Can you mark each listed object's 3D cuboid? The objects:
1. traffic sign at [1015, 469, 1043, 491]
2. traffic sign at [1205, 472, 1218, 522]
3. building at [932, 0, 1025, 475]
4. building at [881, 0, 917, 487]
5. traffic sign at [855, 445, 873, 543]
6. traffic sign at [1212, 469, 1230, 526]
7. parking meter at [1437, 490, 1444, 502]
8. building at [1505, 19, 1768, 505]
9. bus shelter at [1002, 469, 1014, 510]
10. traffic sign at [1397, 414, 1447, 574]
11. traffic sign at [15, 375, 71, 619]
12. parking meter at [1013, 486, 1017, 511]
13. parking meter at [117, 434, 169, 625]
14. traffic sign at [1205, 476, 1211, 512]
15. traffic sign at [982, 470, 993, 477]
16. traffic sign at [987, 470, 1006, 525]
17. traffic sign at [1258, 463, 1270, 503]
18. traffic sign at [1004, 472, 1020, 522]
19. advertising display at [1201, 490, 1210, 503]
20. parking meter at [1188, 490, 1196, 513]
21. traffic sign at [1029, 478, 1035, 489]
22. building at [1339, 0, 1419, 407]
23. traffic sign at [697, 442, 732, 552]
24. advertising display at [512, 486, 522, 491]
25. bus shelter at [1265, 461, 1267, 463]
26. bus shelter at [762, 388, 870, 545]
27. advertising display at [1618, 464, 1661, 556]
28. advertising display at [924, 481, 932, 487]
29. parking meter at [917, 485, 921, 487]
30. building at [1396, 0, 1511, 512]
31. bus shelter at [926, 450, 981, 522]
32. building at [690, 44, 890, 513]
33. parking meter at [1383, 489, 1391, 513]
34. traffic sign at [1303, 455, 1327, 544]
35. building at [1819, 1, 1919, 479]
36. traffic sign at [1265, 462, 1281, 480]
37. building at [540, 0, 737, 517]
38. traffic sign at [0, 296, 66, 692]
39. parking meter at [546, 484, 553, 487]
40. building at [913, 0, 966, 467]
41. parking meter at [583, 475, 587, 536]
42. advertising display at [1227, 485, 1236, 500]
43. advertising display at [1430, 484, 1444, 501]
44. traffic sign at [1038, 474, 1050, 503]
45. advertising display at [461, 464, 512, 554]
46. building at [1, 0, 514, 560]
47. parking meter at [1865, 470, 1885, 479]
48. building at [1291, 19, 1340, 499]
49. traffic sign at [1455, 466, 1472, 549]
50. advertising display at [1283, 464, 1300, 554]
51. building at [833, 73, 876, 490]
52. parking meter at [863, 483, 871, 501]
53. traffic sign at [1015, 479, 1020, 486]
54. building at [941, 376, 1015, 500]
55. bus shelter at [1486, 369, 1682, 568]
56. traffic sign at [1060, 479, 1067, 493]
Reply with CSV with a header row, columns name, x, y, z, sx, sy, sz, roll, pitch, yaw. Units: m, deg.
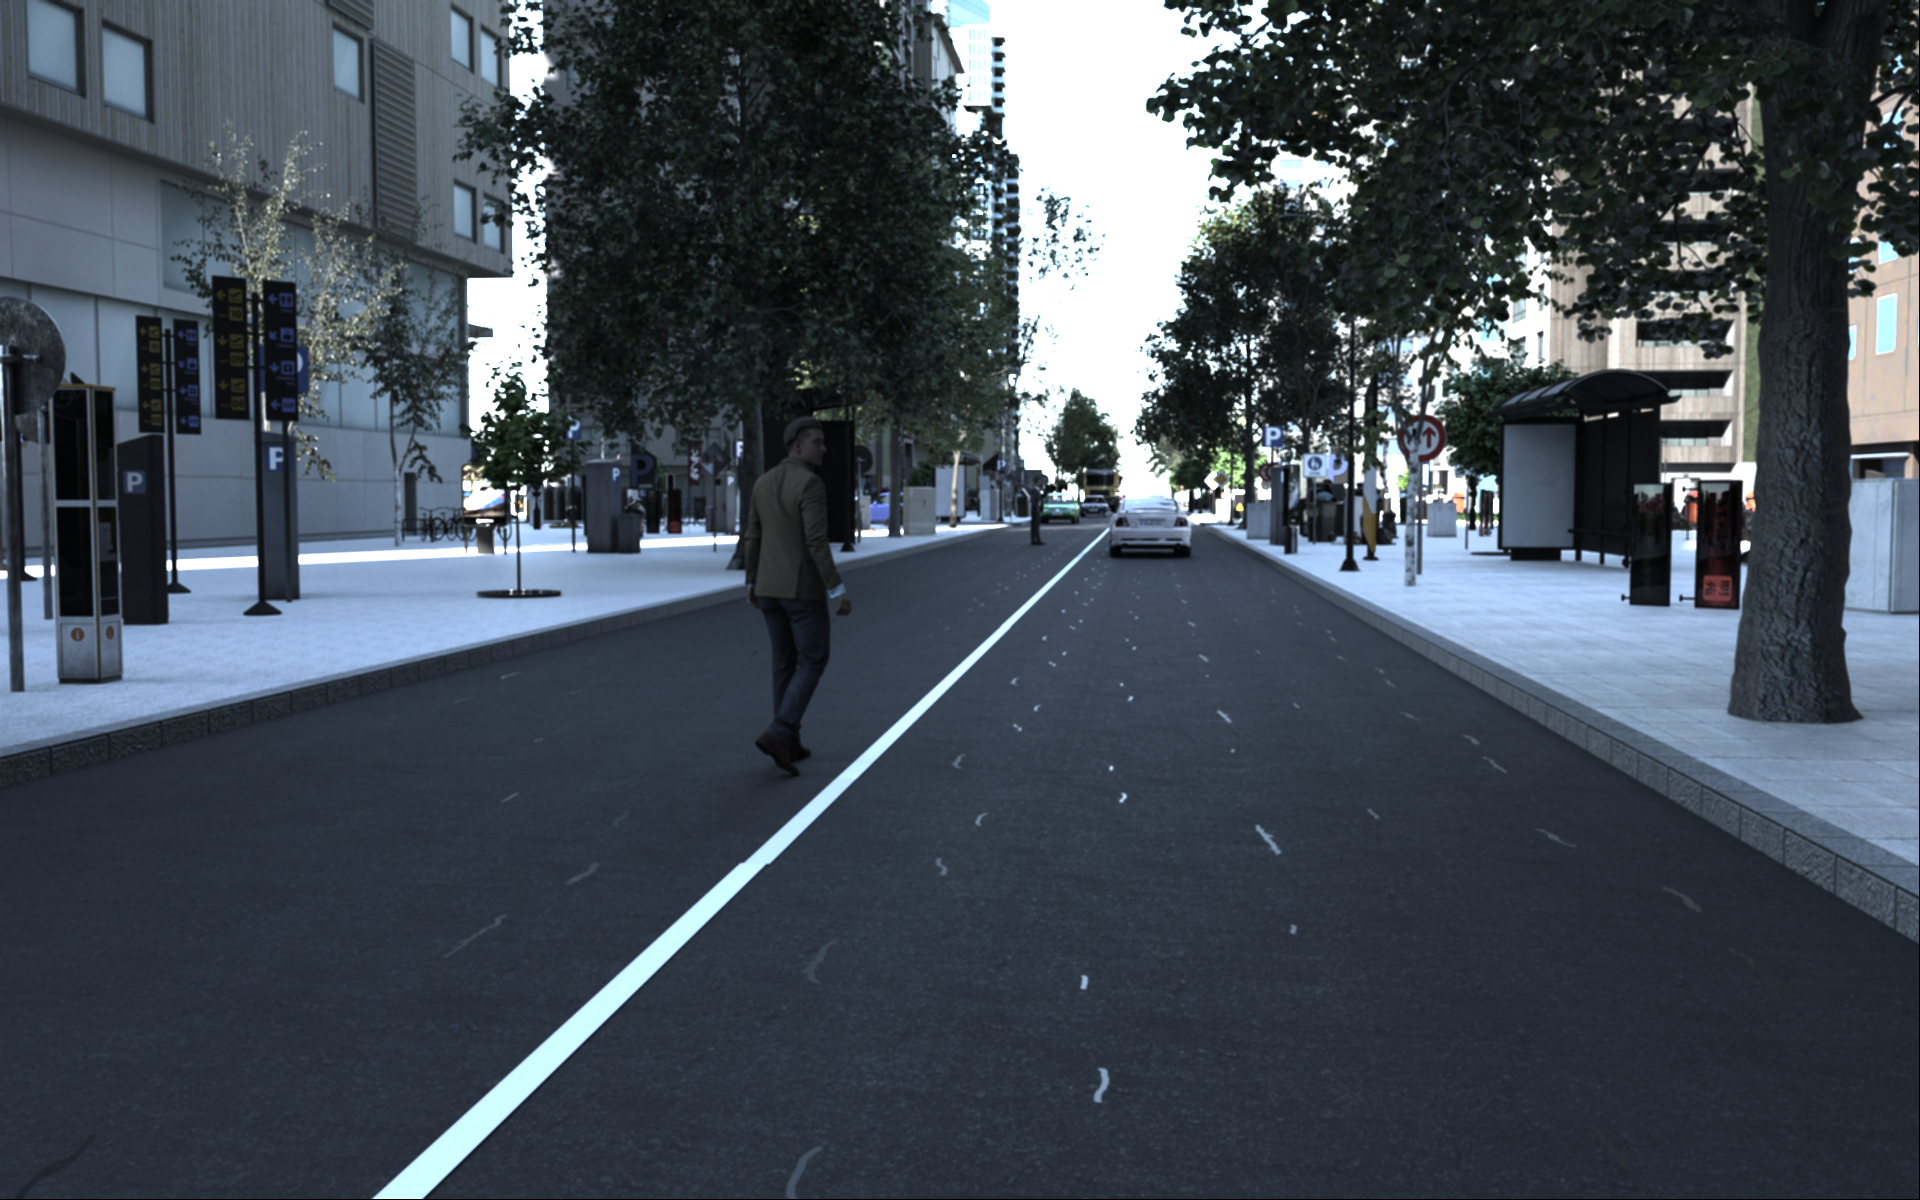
name,x,y,z,sx,sy,sz,roll,pitch,yaw
traffic sign,5.554,-8.914,139.621,2.265,3.308,0.079,0,4,7
traffic sign,11.488,-4.578,78.487,0.795,2.450,0.064,0,4,6
building,0.436,-60.215,297.179,22.319,86.520,31.000,0,4,6
building,-13.063,-44.525,166.232,20.563,71.187,20.611,0,4,6
traffic sign,-2.635,-2.748,45.034,0.768,2.556,0.104,1,4,10
traffic sign,10.637,-4.092,70.547,0.795,2.450,0.064,0,4,6
parking meter,27.560,-5.560,99.322,0.372,1.533,0.369,0,3,0
building,38.086,-19.696,93.727,14.107,30.474,14.160,0,4,6
bus shelter,2.442,-7.517,116.822,2.014,3.302,5.546,0,4,6
traffic sign,7.335,-1.681,27.592,0.768,2.556,0.104,1,4,11
traffic sign,-9.344,-1.075,17.681,0.768,2.556,0.104,0,4,8
parking meter,3.677,-6.504,112.047,0.399,1.863,0.255,3,5,43
parking meter,-8.046,-0.692,17.028,0.399,1.863,0.255,0,4,5
traffic sign,17.424,-7.372,120.637,0.768,2.556,0.104,1,4,12
traffic sign,1.464,-5.522,90.392,0.768,2.556,0.104,0,4,8
traffic sign,1.497,-4.153,71.544,0.795,2.450,0.064,0,4,6
traffic sign,12.540,-4.314,70.632,0.768,2.556,0.104,0,4,7
traffic sign,2.348,-4.639,79.483,0.795,2.450,0.064,0,4,6
advertising display,20.833,-8.651,146.657,0.974,1.923,0.123,-2,4,-32
parking meter,15.806,-6.735,118.531,0.372,1.533,0.369,0,3,0
traffic sign,4.648,-6.570,109.549,0.606,2.300,0.079,0,4,8
building,46.971,-38.169,166.057,21.231,58.520,28.212,0,4,6
traffic sign,-5.423,-2.269,38.278,0.795,2.450,0.064,0,4,8
advertising display,-31.023,-7.085,121.053,0.974,1.923,0.123,2,4,32
bus shelter,19.262,-7.458,113.216,1.731,3.624,6.357,0,4,6
bus shelter,-3.468,-3.031,40.837,1.731,3.624,6.357,0,4,6
advertising display,14.157,-1.892,36.140,0.974,1.923,0.123,-1,4,-17
advertising display,-1.499,-4.768,83.166,0.123,1.923,0.974,1,4,23
parking meter,-2.788,-6.781,116.585,0.255,1.863,0.399,0,4,8
building,46.365,-31.217,129.998,23.786,49.044,30.456,0,4,6
bus shelter,-0.246,-5.375,81.812,2.014,3.302,5.546,0,4,6
building,-13.790,-28.305,146.378,14.154,41.232,14.086,0,4,6
parking meter,22.169,-4.988,89.968,0.372,1.533,0.369,0,3,0
traffic sign,9.013,-2.563,44.027,0.606,2.300,0.079,1,4,12
building,32.411,-24.215,46.034,14.600,45.320,14.200,0,4,6
traffic sign,12.644,-4.249,69.581,0.768,2.556,0.104,1,4,12
building,-15.575,-25.597,102.113,14.154,41.232,14.086,0,4,6
traffic sign,-6.132,-0.678,11.190,0.768,2.556,0.104,0,4,8
parking meter,-28.297,-6.957,119.454,0.255,1.863,0.399,1,4,11
building,-14.790,-36.834,191.474,28.713,52.752,27.495,0,4,6
parking meter,-11.343,-2.905,53.213,0.255,1.863,0.399,3,5,43
advertising display,15.924,-5.912,101.877,0.123,1.923,0.974,-2,4,-26
advertising display,30.148,-6.378,109.493,0.974,1.923,0.123,-2,4,-24
traffic sign,5.174,-6.567,107.475,0.768,2.556,0.104,1,4,13
advertising display,-10.128,-1.941,36.948,0.974,1.923,0.123,0,4,3
building,-29.558,-27.953,46.274,27.495,52.752,28.713,0,4,6
parking meter,22.014,-2.201,41.704,0.255,1.863,0.399,-2,4,-24
building,50.219,-53.968,195.055,22.319,86.520,31.000,0,4,6
traffic sign,11.777,-2.329,40.206,0.606,2.300,0.079,1,4,12
advertising display,7.121,-1.957,37.210,0.123,1.923,0.974,2,4,25
building,-14.017,-28.987,124.050,14.600,45.320,14.200,0,4,6
parking meter,-4.853,-5.192,90.595,0.399,1.863,0.255,1,4,8
traffic sign,4.609,-8.499,139.062,0.768,2.556,0.104,1,4,14
building,-6.240,-25.972,269.677,27.650,21.520,28.899,0,4,6
bus shelter,10.912,-2.256,30.811,2.014,3.302,5.546,0,4,6
traffic sign,8.550,-8.852,144.834,0.768,2.556,0.104,1,4,14
